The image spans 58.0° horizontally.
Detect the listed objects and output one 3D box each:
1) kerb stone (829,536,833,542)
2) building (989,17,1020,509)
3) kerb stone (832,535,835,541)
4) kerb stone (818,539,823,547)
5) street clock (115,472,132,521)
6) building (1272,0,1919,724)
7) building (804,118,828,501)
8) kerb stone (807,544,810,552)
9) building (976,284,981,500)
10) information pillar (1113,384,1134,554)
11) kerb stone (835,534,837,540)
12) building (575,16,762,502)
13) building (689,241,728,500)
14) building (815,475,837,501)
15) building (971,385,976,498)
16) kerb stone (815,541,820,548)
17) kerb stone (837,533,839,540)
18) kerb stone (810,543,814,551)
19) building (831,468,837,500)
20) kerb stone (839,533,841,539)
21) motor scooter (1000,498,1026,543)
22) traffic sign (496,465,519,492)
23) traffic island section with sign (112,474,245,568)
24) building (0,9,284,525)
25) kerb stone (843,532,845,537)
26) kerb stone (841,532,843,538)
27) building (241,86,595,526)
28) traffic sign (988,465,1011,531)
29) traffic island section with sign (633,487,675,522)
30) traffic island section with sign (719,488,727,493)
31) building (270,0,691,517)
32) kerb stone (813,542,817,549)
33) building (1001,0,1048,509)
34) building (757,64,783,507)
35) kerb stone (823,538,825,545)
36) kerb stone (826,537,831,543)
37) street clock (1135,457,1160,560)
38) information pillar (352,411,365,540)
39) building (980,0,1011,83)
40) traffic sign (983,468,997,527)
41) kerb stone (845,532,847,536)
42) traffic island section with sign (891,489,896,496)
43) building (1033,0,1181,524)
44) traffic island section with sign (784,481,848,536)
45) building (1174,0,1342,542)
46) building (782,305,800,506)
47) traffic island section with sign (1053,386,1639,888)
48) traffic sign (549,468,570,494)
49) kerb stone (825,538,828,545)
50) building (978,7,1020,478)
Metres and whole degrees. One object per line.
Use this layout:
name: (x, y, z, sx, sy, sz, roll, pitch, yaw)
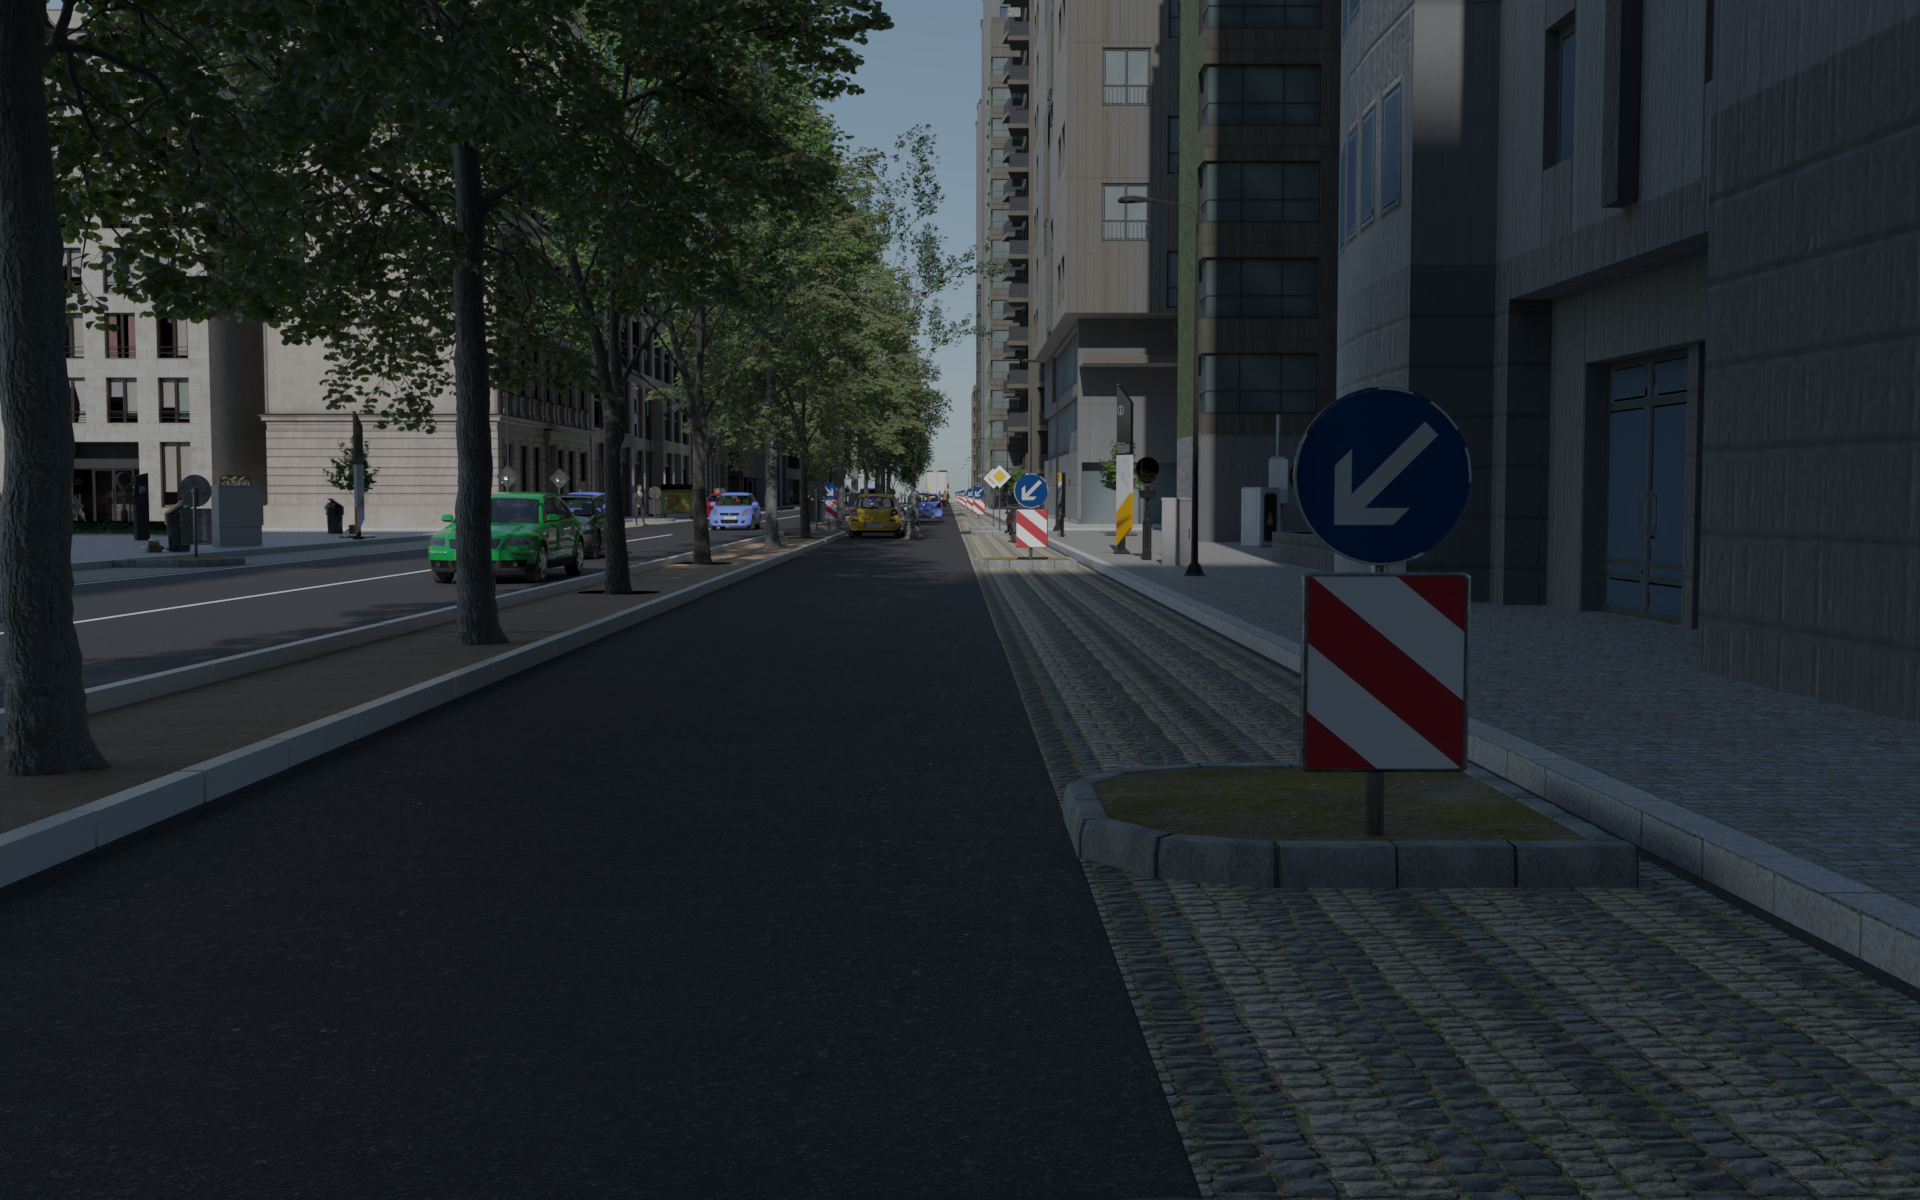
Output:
kerb stone: (-3.887, -1.731, 50.570, 0.120, 0.150, 1.000, 0, 4, 0)
building: (9.587, -28.693, 152.727, 14.154, 41.232, 14.086, 0, 4, 0)
kerb stone: (-3.888, -1.797, 51.592, 0.120, 0.150, 1.000, 0, 4, 0)
kerb stone: (-3.846, -1.485, 46.476, 0.120, 0.150, 1.000, 0, 4, 0)
street clock: (-27.886, -3.254, 57.776, 0.358, 2.002, 0.471, 3, 4, 38)
building: (15.749, -29.285, 20.809, 21.231, 58.520, 28.212, 0, 4, 0)
building: (-32.509, -39.747, 239.100, 28.713, 52.752, 27.495, 0, 4, 0)
kerb stone: (-3.828, -1.235, 42.386, 0.120, 0.150, 1.000, 0, 4, 0)
building: (9.193, -28.533, 238.216, 14.160, 30.474, 14.107, 0, 4, 0)
information pillar: (3.494, -2.781, 36.827, 0.183, 3.616, 0.504, -2, 4, -33)
kerb stone: (-3.899, -1.861, 52.615, 0.120, 0.150, 1.000, 0, 4, 0)
building: (-24.896, -30.526, 149.202, 14.600, 45.320, 14.200, 0, 4, 0)
building: (-23.712, -18.566, 132.435, 11.050, 23.489, 19.941, 0, 4, 0)
building: (-30.195, -37.530, 268.242, 22.147, 44.769, 28.867, 0, 4, 0)
building: (15.877, -27.119, 288.429, 27.650, 21.520, 28.899, 0, 4, 0)
kerb stone: (-3.843, -1.420, 45.454, 0.120, 0.150, 1.000, 0, 4, 0)
kerb stone: (-3.911, -1.920, 53.637, 0.120, 0.150, 1.000, 0, 4, 0)
kerb stone: (-3.834, -1.293, 43.408, 0.120, 0.150, 1.000, 0, 4, 0)
building: (-27.418, -37.127, 290.624, 14.154, 41.232, 14.086, 0, 4, 0)
kerb stone: (-3.914, -1.986, 54.661, 0.120, 0.150, 1.000, 0, 4, 0)
motor scooter: (1.598, -2.329, 50.854, 0.815, 1.314, 1.986, 0, 4, 0)
traffic sign: (-15.577, -3.427, 59.667, 0.795, 2.450, 0.064, 0, 4, 0)
traffic island section with sign: (-15.407, -1.578, 34.422, 1.989, 1.847, 2.006, 0, 4, 0)
building: (-37.468, -13.279, 71.859, 16.860, 20.320, 10.420, 0, 4, 0)
kerb stone: (-3.931, -2.106, 56.706, 0.120, 0.150, 1.000, 0, 4, 0)
kerb stone: (-3.923, -2.048, 55.684, 0.120, 0.150, 1.000, 0, 4, 0)
building: (-22.994, -13.005, 77.254, 10.561, 19.102, 19.286, 0, 4, 0)
traffic sign: (1.367, -3.433, 59.773, 0.795, 2.450, 0.064, 0, 4, 0)
traffic island section with sign: (-15.835, -4.966, 89.826, 1.989, 1.847, 2.006, 0, 4, 0)
traffic island section with sign: (-16.035, -6.615, 116.780, 1.989, 1.847, 2.006, 0, 4, 0)
building: (-28.369, -18.314, 103.957, 19.350, 26.468, 34.151, 0, 4, 0)
kerb stone: (-3.838, -1.360, 44.430, 0.120, 0.150, 1.000, 0, 4, 0)
building: (14.326, -28.954, 128.017, 22.147, 44.769, 28.867, 0, 4, 0)
building: (-29.403, -38.406, 169.933, 21.231, 58.520, 28.212, 0, 4, 0)
kerb stone: (-3.860, -1.548, 47.498, 0.120, 0.150, 1.000, 0, 4, 0)
kerb stone: (-3.870, -1.669, 49.548, 0.120, 0.150, 1.000, 0, 4, 0)
street clock: (3.631, -1.775, 33.591, 0.471, 2.002, 0.358, 0, 4, 6)
information pillar: (-16.990, -3.521, 48.926, 0.183, 3.616, 0.504, 0, 4, 5)
building: (12.995, -40.494, 204.074, 21.231, 58.520, 28.212, 0, 4, 0)
traffic sign: (1.307, -3.921, 67.758, 0.795, 2.450, 0.064, 0, 4, 0)
kerb stone: (-3.936, -2.163, 57.739, 0.120, 0.150, 1.000, 0, 4, 0)
traffic island section with sign: (-5.638, -8.223, 142.585, 2.006, 1.907, 1.989, 0, 4, 0)
building: (17.133, -30.188, 82.814, 27.495, 52.752, 28.713, 0, 4, 0)
traffic island section with sign: (-5.021, -3.175, 60.041, 2.006, 1.907, 1.989, 0, 4, 0)
building: (13.384, -17.160, 52.267, 14.160, 30.474, 14.107, 0, 4, 0)
building: (-29.470, -34.977, 195.568, 21.300, 48.544, 21.600, 0, 4, 0)
traffic island section with sign: (1.455, 0.088, 7.197, 1.989, 1.847, 2.006, 0, 4, 0)
traffic sign: (-15.637, -3.915, 67.652, 0.795, 2.450, 0.064, 0, 4, 0)
kerb stone: (-3.877, -1.605, 48.520, 0.120, 0.150, 1.000, 0, 4, 0)
building: (13.900, -33.974, 175.090, 23.786, 49.044, 30.456, 0, 4, 0)
